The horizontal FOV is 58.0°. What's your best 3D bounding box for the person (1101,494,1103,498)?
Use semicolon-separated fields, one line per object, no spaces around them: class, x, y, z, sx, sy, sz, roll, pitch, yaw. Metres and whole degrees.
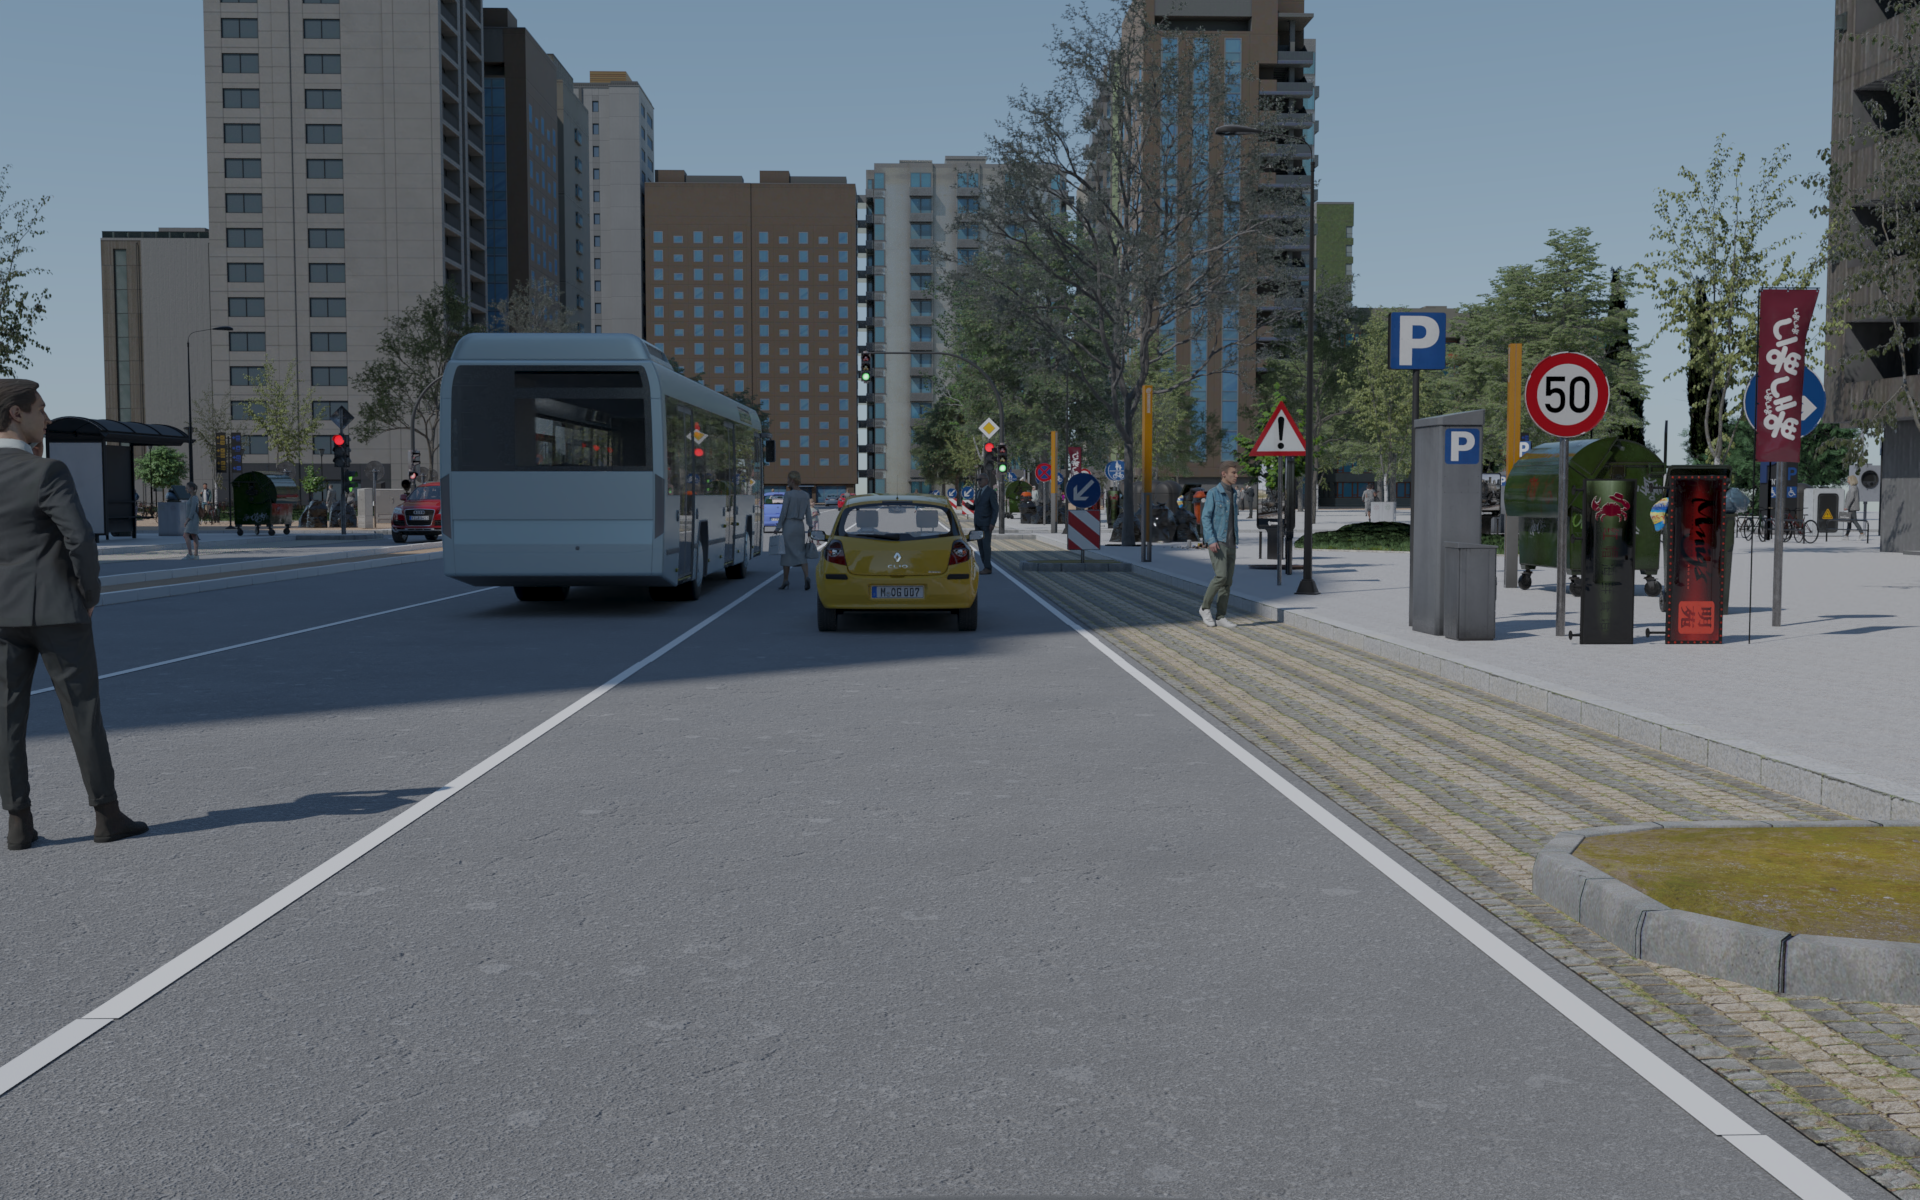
person;12.662;-9.392;159.744;1.348;1.807;0.705;3;5;41

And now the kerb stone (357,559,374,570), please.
kerb stone;-11.414;-0.649;32.940;0.120;0.150;1.000;0;4;-2

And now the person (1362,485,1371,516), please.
person;23.517;-5.720;99.837;0.678;1.792;0.850;1;4;18

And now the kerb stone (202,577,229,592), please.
kerb stone;-11.171;-0.216;25.781;0.120;0.150;1.000;0;4;-2

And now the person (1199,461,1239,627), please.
person;2.786;-0.593;18.534;0.601;1.785;0.444;-3;4;-37

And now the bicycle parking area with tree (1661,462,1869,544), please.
bicycle parking area with tree;19.756;-3.704;47.561;8.231;4.147;9.016;0;4;7

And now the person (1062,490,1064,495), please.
person;11.567;-11.549;195.546;1.217;1.739;0.721;-3;5;-41

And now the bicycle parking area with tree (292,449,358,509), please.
bicycle parking area with tree;-43.066;-7.508;109.765;8.231;4.147;9.016;1;4;16

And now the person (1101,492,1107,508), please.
person;13.514;-9.534;162.377;0.568;1.767;0.683;3;4;38

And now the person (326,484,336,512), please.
person;-34.586;-5.452;95.280;0.767;1.812;0.694;1;4;23

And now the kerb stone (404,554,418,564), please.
kerb stone;-11.525;-0.840;36.025;0.120;0.150;1.000;0;4;-2

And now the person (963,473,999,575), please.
person;0.372;-1.366;31.003;0.590;1.801;0.661;-3;5;-40

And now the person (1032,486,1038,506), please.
person;4.398;-5.929;103.472;0.782;1.767;0.515;2;4;28

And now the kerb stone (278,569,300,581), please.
kerb stone;-11.273;-0.404;28.851;0.120;0.150;1.000;0;4;-2

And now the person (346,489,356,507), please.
person;-32.788;-5.309;93.126;0.520;1.790;0.573;-2;4;-27

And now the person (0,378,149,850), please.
person;-3.772;0.045;7.125;0.648;1.900;0.474;0;4;1

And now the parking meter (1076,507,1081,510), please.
parking meter;5.259;-4.123;75.822;0.372;1.533;0.369;0;3;0

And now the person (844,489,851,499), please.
person;-7.598;-6.667;117.782;0.520;1.790;0.573;1;4;12

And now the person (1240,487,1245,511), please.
person;21.961;-7.858;134.704;0.473;1.802;0.592;1;4;23

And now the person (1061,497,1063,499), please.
person;8.035;-8.072;141.249;0.991;1.433;0.599;-1;4;-16

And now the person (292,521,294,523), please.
person;-29.786;-4.307;76.557;0.767;1.812;0.694;-3;5;-39

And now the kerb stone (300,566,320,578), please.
kerb stone;-11.308;-0.470;29.875;0.120;0.150;1.000;0;4;-2

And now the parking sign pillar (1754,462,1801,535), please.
parking sign pillar;26.059;-4.076;55.116;1.447;3.967;1.447;-1;4;-11

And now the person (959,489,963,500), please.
person;0.156;-11.589;195.511;1.348;1.826;0.705;1;4;9

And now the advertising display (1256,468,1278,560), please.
advertising display;6.171;-1.751;33.842;0.123;1.923;0.974;-2;4;-33

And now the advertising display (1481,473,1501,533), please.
advertising display;15.710;-2.849;51.799;0.974;1.923;0.123;-1;4;-14

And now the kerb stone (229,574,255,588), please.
kerb stone;-11.207;-0.282;26.806;0.120;0.150;1.000;0;4;-2

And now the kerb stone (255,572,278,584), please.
kerb stone;-11.237;-0.345;27.829;0.120;0.150;1.000;0;4;-2

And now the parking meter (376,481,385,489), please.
parking meter;-26.602;-4.518;79.577;0.255;1.863;0.399;1;4;18

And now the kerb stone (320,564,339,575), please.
kerb stone;-11.340;-0.530;30.897;0.120;0.150;1.000;0;4;-2

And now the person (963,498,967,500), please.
person;0.391;-8.111;138.901;0.529;1.795;0.600;0;4;-4

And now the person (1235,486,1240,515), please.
person;16.809;-6.079;105.642;0.583;1.804;0.606;-1;4;-22

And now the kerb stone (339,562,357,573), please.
kerb stone;-11.379;-0.595;31.918;0.120;0.150;1.000;0;4;-2

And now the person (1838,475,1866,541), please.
person;24.564;-2.535;47.674;0.728;1.800;0.709;3;5;42

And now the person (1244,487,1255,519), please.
person;15.135;-5.218;90.713;0.474;1.900;0.648;2;4;25

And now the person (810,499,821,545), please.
person;-4.060;-2.184;48.480;0.394;1.301;0.425;3;5;40

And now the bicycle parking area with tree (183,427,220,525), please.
bicycle parking area with tree;-35.273;-5.251;72.862;8.231;4.147;9.016;-1;4;-8

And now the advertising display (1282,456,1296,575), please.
advertising display;5.282;-1.382;27.807;0.123;1.923;0.974;1;4;9

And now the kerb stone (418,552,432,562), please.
kerb stone;-11.553;-0.905;37.046;0.120;0.150;1.000;0;4;-2

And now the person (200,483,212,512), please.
person;-36.363;-4.745;83.610;0.794;1.824;0.713;2;4;25

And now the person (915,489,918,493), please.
person;-3.280;-7.548;131.913;0.555;1.821;0.388;0;4;-1

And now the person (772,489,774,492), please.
person;-13.185;-6.959;122.508;0.478;1.798;0.641;0;3;0

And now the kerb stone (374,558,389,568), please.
kerb stone;-11.449;-0.720;33.961;0.120;0.150;1.000;0;4;-2

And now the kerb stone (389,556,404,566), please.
kerb stone;-11.492;-0.781;34.994;0.120;0.150;1.000;0;4;-2

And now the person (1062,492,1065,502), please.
person;8.754;-8.413;146.816;0.991;1.433;0.599;3;4;38

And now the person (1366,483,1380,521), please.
person;19.236;-4.533;80.515;0.532;1.782;0.716;-3;5;-44

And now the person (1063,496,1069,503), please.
person;6.609;-5.954;107.658;0.475;1.303;0.640;3;4;38

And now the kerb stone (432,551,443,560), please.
kerb stone;-11.582;-0.971;38.069;0.120;0.150;1.000;0;4;-2

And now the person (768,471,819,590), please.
person;-2.478;-1.038;25.826;0.694;1.780;0.624;-2;4;-24

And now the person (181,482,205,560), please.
person;-16.830;-1.741;37.973;0.522;1.701;0.512;-2;4;-29
